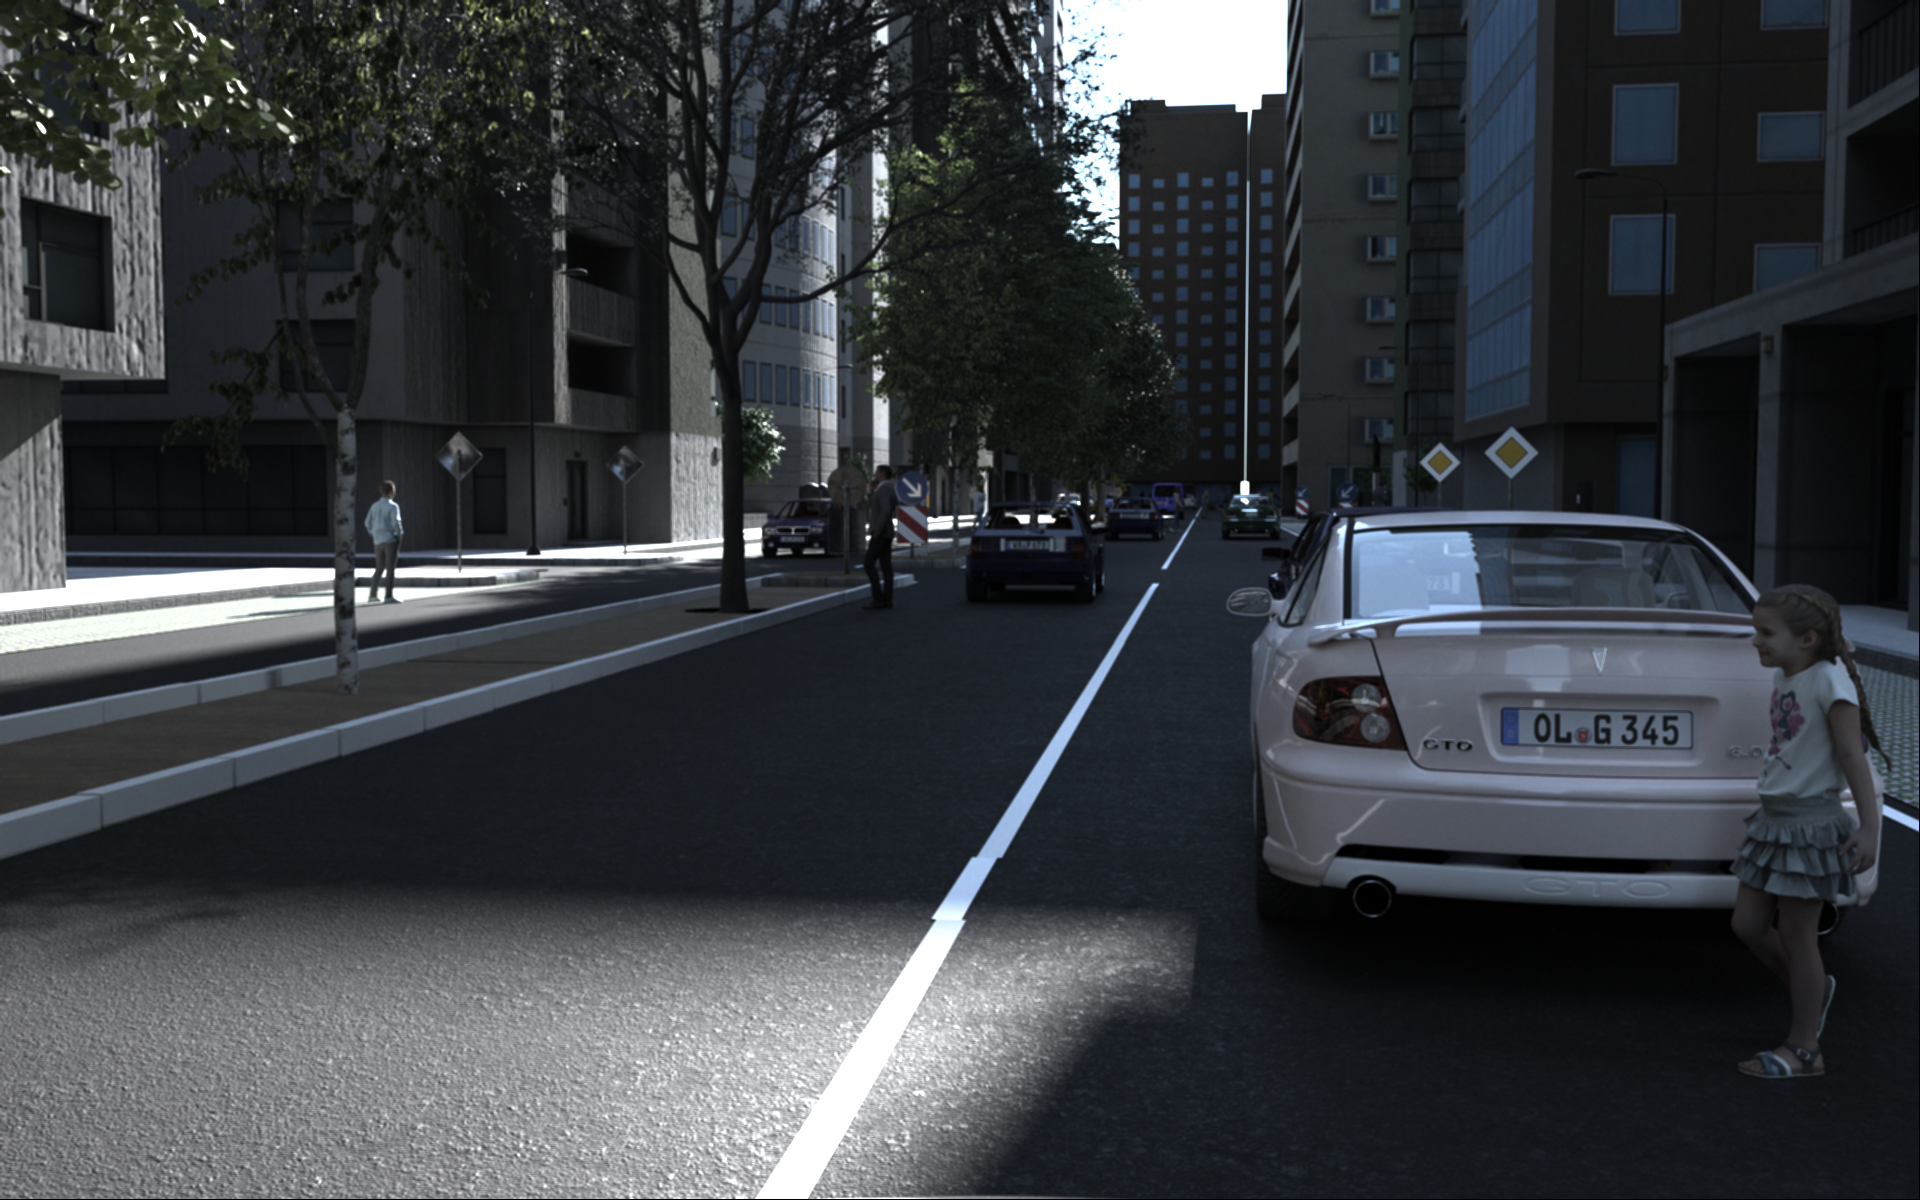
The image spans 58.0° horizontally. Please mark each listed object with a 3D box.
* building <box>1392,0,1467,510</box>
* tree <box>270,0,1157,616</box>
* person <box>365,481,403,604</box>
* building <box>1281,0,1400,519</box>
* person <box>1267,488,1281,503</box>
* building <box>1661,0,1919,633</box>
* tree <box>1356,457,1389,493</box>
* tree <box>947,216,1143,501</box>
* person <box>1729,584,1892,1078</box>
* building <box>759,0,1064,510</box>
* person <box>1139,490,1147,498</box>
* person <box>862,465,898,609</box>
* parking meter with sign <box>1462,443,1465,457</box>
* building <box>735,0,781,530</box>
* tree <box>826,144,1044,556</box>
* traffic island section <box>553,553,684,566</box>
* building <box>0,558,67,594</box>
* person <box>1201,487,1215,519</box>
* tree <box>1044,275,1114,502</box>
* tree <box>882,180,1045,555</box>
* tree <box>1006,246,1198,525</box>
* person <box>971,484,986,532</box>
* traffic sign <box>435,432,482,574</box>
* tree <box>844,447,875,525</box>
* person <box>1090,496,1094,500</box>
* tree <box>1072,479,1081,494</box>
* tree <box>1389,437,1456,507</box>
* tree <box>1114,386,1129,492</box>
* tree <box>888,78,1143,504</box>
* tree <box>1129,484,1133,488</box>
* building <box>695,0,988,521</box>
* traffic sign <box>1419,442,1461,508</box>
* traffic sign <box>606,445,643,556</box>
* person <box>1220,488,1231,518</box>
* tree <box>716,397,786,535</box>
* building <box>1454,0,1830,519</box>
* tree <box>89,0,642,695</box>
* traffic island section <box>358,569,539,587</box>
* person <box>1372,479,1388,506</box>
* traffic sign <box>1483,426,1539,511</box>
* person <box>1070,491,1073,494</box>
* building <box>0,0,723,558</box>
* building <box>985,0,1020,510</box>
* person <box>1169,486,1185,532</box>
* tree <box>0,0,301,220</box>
[{"bbox_3d":[24.070,-18.099,67.619,14.160,30.474,14.107,1,4,8],"label":"building"},{"bbox_3d":[-2.710,-6.573,20.302,12.009,13.543,11.850,0,3,0],"label":"tree"},{"bbox_3d":[-7.513,-0.758,22.704,0.589,1.601,0.330,2,4,33],"label":"person"},{"bbox_3d":[29.117,-28.821,94.927,21.300,48.544,21.600,1,4,8],"label":"building"},{"bbox_3d":[20.076,-6.299,111.590,1.348,1.812,0.705,2,4,28],"label":"person"},{"bbox_3d":[18.891,-35.079,11.799,20.563,71.187,20.611,1,4,8],"label":"building"},{"bbox_3d":[18.755,-5.133,78.531,1.663,3.219,1.824,0,3,0],"label":"tree"},{"bbox_3d":[2.740,-8.177,61.910,9.928,11.665,9.643,0,3,0],"label":"tree"},{"bbox_3d":[2.125,0.568,4.232,0.382,1.210,0.505,0,4,-4],"label":"person"},{"bbox_3d":[-3.862,-38.756,175.651,28.212,58.520,21.231,1,4,8],"label":"building"},{"bbox_3d":[16.980,-9.319,160.873,0.705,1.822,1.348,-3,5,-39],"label":"person"},{"bbox_3d":[-1.014,-0.798,21.726,0.473,1.802,0.592,1,4,21],"label":"person"},{"bbox_3d":[16.968,-3.645,55.864,0.543,3.016,1.738,-1,4,-23],"label":"parking meter with sign"},{"bbox_3d":[-15.884,-32.389,71.559,21.231,58.520,28.212,1,4,8],"label":"building"},{"bbox_3d":[-0.745,-5.074,35.775,4.737,8.622,4.395,0,3,0],"label":"tree"},{"bbox_3d":[-6.949,-0.830,35.850,2.009,0.180,2.903,1,4,8],"label":"traffic island section"},{"bbox_3d":[-18.483,-15.204,20.292,14.107,30.474,14.160,1,4,8],"label":"building"},{"bbox_3d":[13.993,-5.470,98.063,0.853,1.813,0.709,2,4,32],"label":"person"},{"bbox_3d":[2.258,-6.121,52.897,4.737,8.622,4.395,0,3,0],"label":"tree"},{"bbox_3d":[-0.079,-5.355,40.367,4.360,8.622,3.978,0,3,0],"label":"tree"},{"bbox_3d":[5.615,-9.677,77.687,9.611,12.733,9.660,0,3,0],"label":"tree"},{"bbox_3d":[0.698,-3.448,65.132,0.793,1.790,0.793,2,4,30],"label":"person"},{"bbox_3d":[-8.065,-1.483,27.882,0.795,2.450,0.064,1,4,8],"label":"traffic sign"},{"bbox_3d":[-4.349,-4.676,71.056,1.663,3.219,1.824,0,3,0],"label":"tree"},{"bbox_3d":[8.825,-6.838,120.827,1.217,1.766,0.721,-1,4,-21],"label":"person"},{"bbox_3d":[12.640,-11.778,187.165,1.663,3.219,1.824,0,3,0],"label":"tree"},{"bbox_3d":[15.871,-3.953,59.231,1.663,3.219,1.824,0,3,0],"label":"tree"},{"bbox_3d":[4.387,-7.162,69.926,4.737,8.622,4.395,0,3,0],"label":"tree"},{"bbox_3d":[0.986,-7.713,46.687,7.486,12.596,7.792,0,3,0],"label":"tree"},{"bbox_3d":[7.881,-8.679,94.727,4.737,8.622,4.395,0,3,0],"label":"tree"},{"bbox_3d":[-6.215,-20.106,100.431,14.160,30.474,14.107,1,4,8],"label":"building"},{"bbox_3d":[9.250,-1.822,33.439,0.795,2.450,0.064,1,4,8],"label":"traffic sign"},{"bbox_3d":[-6.925,-1.966,35.785,0.795,2.450,0.064,1,4,8],"label":"traffic sign"},{"bbox_3d":[15.843,-5.794,103.582,0.721,1.781,0.623,0,4,-7],"label":"person"},{"bbox_3d":[-7.160,-4.350,54.842,4.285,4.588,4.351,0,3,0],"label":"tree"},{"bbox_3d":[19.623,-23.778,38.875,14.200,45.320,14.600,1,4,8],"label":"building"},{"bbox_3d":[-4.351,-3.640,12.332,4.360,8.622,3.978,0,3,0],"label":"tree"},{"bbox_3d":[-8.090,-0.347,27.947,2.009,0.180,2.903,1,4,8],"label":"traffic island section"},{"bbox_3d":[11.576,-2.406,47.644,0.447,1.846,0.655,-1,4,-10],"label":"person"},{"bbox_3d":[8.109,-1.339,25.536,0.795,2.450,0.064,1,4,8],"label":"traffic sign"},{"bbox_3d":[7.407,-6.472,115.038,1.217,1.743,0.721,1,4,10],"label":"person"},{"bbox_3d":[-14.710,-16.583,42.841,14.160,30.474,14.107,1,4,8],"label":"building"},{"bbox_3d":[-7.495,-30.525,122.783,21.300,48.544,21.600,1,4,8],"label":"building"},{"bbox_3d":[8.190,-3.457,65.610,0.643,1.750,0.593,-1,4,-8],"label":"person"},{"bbox_3d":[-4.771,-5.186,5.368,7.486,12.596,7.792,0,3,0],"label":"tree"}]
